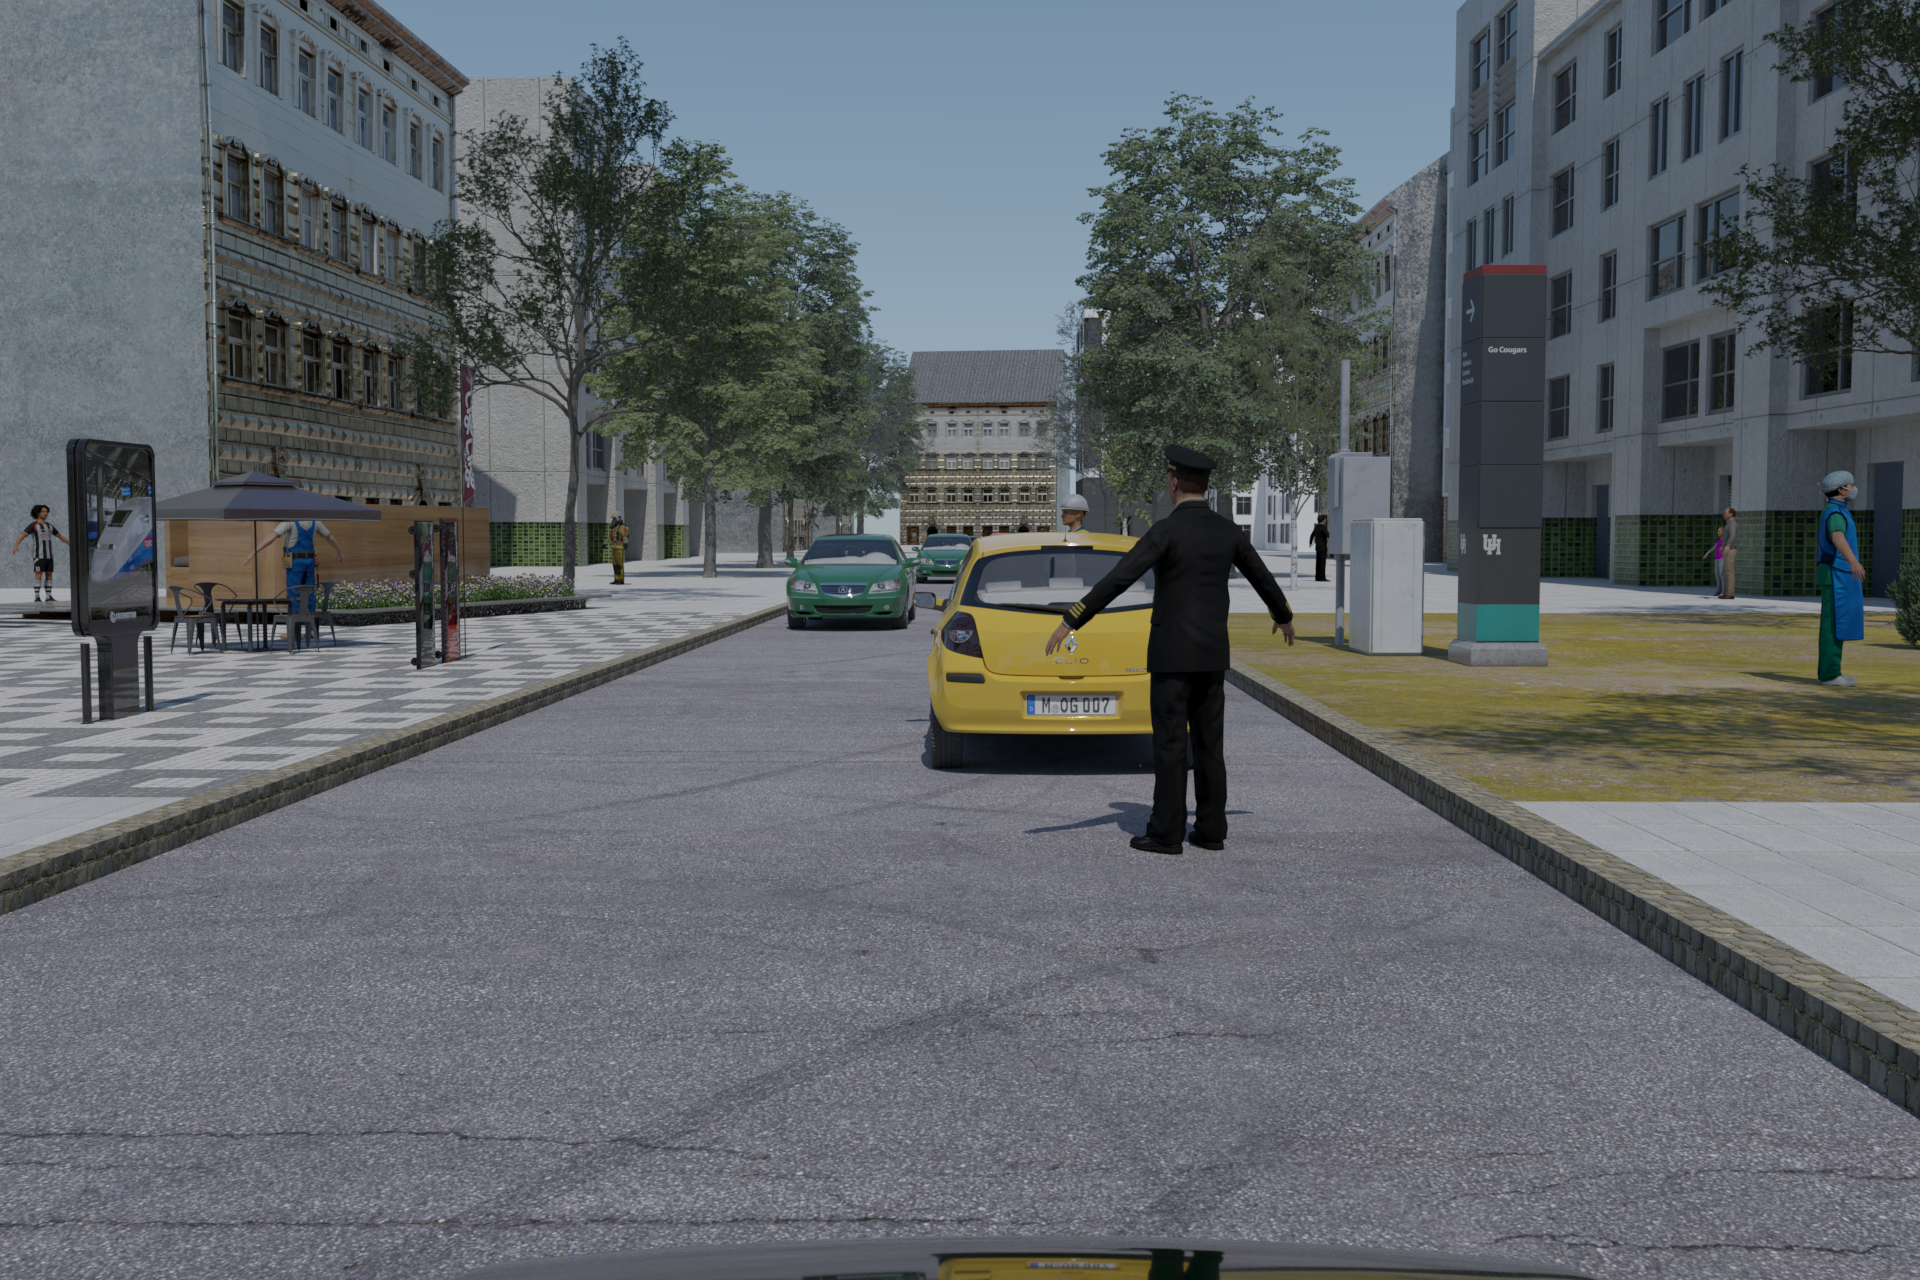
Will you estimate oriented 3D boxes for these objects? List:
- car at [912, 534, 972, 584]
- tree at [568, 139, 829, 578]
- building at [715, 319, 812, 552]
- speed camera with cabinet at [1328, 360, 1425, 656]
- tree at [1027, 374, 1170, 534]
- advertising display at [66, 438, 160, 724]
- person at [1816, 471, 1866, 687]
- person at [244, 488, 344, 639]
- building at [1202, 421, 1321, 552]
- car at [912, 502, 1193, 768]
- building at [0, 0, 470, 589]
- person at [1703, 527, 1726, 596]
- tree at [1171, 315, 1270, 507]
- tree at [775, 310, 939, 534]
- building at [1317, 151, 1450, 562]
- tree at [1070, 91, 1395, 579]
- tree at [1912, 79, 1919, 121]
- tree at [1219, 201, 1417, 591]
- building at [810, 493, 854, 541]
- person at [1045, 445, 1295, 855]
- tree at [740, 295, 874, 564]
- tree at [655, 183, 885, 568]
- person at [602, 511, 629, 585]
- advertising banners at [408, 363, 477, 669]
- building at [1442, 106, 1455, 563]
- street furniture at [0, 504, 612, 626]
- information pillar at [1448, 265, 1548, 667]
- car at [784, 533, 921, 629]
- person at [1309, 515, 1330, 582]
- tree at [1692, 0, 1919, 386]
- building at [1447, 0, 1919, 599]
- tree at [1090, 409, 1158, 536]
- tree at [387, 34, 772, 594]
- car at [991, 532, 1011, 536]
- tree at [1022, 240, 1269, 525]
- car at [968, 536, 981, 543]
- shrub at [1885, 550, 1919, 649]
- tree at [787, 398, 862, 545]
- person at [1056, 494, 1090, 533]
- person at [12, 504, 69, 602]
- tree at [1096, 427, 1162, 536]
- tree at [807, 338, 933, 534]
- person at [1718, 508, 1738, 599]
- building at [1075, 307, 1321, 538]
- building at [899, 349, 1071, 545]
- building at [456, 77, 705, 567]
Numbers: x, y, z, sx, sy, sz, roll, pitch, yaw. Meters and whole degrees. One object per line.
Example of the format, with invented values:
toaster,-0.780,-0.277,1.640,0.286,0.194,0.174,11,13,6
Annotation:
car,-0.352,-2.438,51.654,2.131,1.459,4.920,0,4,1
tree,-7.668,-8.114,50.785,7.486,12.596,7.792,0,3,0
building,-21.543,-18.380,131.437,19.493,23.208,18.063,0,4,1
speed camera with cabinet,4.576,-1.513,19.081,0.660,3.252,2.038,0,4,-1
tree,9.410,-12.257,110.773,12.009,13.543,11.850,0,3,0
advertising display,-5.890,-0.420,12.084,0.123,1.923,0.974,0,4,2
person,7.480,-0.525,14.715,0.704,1.817,1.347,1,4,21
person,-8.129,-0.945,21.299,0.705,1.847,1.347,3,4,36
building,25.165,-12.044,139.059,9.099,9.664,28.070,0,4,1
car,0.656,-0.109,12.014,2.015,1.641,3.980,0,4,0
building,-26.365,-13.353,49.250,19.493,23.208,18.063,0,4,2
person,15.530,-1.602,35.466,0.599,1.433,0.991,0,4,-7
tree,8.494,-6.616,58.531,4.737,8.622,4.395,0,3,0
tree,-6.810,-11.313,95.345,12.009,13.543,11.850,0,3,0
building,28.978,-15.634,86.542,19.493,23.208,18.063,0,4,1
tree,7.530,-8.722,49.257,9.857,13.997,8.962,0,3,0
tree,7.075,-4.413,6.571,8.767,10.594,7.601,0,4,-4
tree,7.435,-5.416,38.918,4.360,8.622,3.978,0,3,0
building,-20.888,-21.176,177.153,19.493,23.208,18.063,0,4,1
person,1.016,0.033,7.851,1.347,1.837,0.705,-2,4,-28
tree,-7.247,-9.128,74.999,9.928,11.665,9.643,0,3,0
tree,-7.245,-9.670,64.752,9.857,13.997,8.962,0,3,0
person,-8.661,-2.322,43.733,0.705,1.858,1.354,-3,4,-36
advertising banners,-5.114,-1.290,17.279,0.090,3.025,2.074,0,4,2
building,26.309,-13.337,74.472,16.016,20.090,11.380,0,4,1
street furniture,-9.279,-1.296,28.051,9.812,1.723,11.010,1,4,20
information pillar,5.311,-1.691,17.019,0.750,3.857,0.750,0,4,-1
car,-1.672,-0.970,27.659,2.131,1.459,4.920,0,4,1
person,9.760,-2.476,46.663,0.705,1.806,1.347,-1,4,-23
tree,13.583,-5.424,23.089,7.601,10.594,8.767,1,4,9
building,24.936,-10.811,43.216,16.747,18.905,31.486,0,4,1
tree,8.439,-8.373,87.268,4.737,8.622,4.395,0,3,0
tree,-6.992,-5.968,31.989,7.601,10.594,8.767,-1,4,-9
car,2.359,-5.321,96.046,2.155,1.783,4.494,0,4,1
tree,8.028,-9.795,70.516,12.009,13.543,11.850,0,3,0
car,0.517,-4.255,82.157,1.945,1.354,3.894,0,4,1
shrub,10.854,-0.497,19.240,1.383,1.207,1.383,0,3,0
tree,-6.768,-8.031,81.665,4.737,8.622,4.395,0,3,0
person,0.877,-0.353,14.698,0.721,1.772,1.216,-1,4,-21
person,-16.900,-1.578,31.949,0.704,1.843,1.345,2,4,25
tree,9.363,-8.958,96.823,4.737,8.622,4.395,0,3,0
tree,-6.653,-12.674,113.874,9.857,13.997,8.962,0,3,0
person,15.142,-1.705,34.147,0.705,1.796,1.348,1,4,20
building,25.339,-20.099,172.590,27.936,21.610,32.646,0,4,1
building,3.334,-22.779,205.825,18.063,23.208,19.493,1,4,8
building,-22.980,-13.263,83.304,16.747,18.905,31.486,0,4,1
